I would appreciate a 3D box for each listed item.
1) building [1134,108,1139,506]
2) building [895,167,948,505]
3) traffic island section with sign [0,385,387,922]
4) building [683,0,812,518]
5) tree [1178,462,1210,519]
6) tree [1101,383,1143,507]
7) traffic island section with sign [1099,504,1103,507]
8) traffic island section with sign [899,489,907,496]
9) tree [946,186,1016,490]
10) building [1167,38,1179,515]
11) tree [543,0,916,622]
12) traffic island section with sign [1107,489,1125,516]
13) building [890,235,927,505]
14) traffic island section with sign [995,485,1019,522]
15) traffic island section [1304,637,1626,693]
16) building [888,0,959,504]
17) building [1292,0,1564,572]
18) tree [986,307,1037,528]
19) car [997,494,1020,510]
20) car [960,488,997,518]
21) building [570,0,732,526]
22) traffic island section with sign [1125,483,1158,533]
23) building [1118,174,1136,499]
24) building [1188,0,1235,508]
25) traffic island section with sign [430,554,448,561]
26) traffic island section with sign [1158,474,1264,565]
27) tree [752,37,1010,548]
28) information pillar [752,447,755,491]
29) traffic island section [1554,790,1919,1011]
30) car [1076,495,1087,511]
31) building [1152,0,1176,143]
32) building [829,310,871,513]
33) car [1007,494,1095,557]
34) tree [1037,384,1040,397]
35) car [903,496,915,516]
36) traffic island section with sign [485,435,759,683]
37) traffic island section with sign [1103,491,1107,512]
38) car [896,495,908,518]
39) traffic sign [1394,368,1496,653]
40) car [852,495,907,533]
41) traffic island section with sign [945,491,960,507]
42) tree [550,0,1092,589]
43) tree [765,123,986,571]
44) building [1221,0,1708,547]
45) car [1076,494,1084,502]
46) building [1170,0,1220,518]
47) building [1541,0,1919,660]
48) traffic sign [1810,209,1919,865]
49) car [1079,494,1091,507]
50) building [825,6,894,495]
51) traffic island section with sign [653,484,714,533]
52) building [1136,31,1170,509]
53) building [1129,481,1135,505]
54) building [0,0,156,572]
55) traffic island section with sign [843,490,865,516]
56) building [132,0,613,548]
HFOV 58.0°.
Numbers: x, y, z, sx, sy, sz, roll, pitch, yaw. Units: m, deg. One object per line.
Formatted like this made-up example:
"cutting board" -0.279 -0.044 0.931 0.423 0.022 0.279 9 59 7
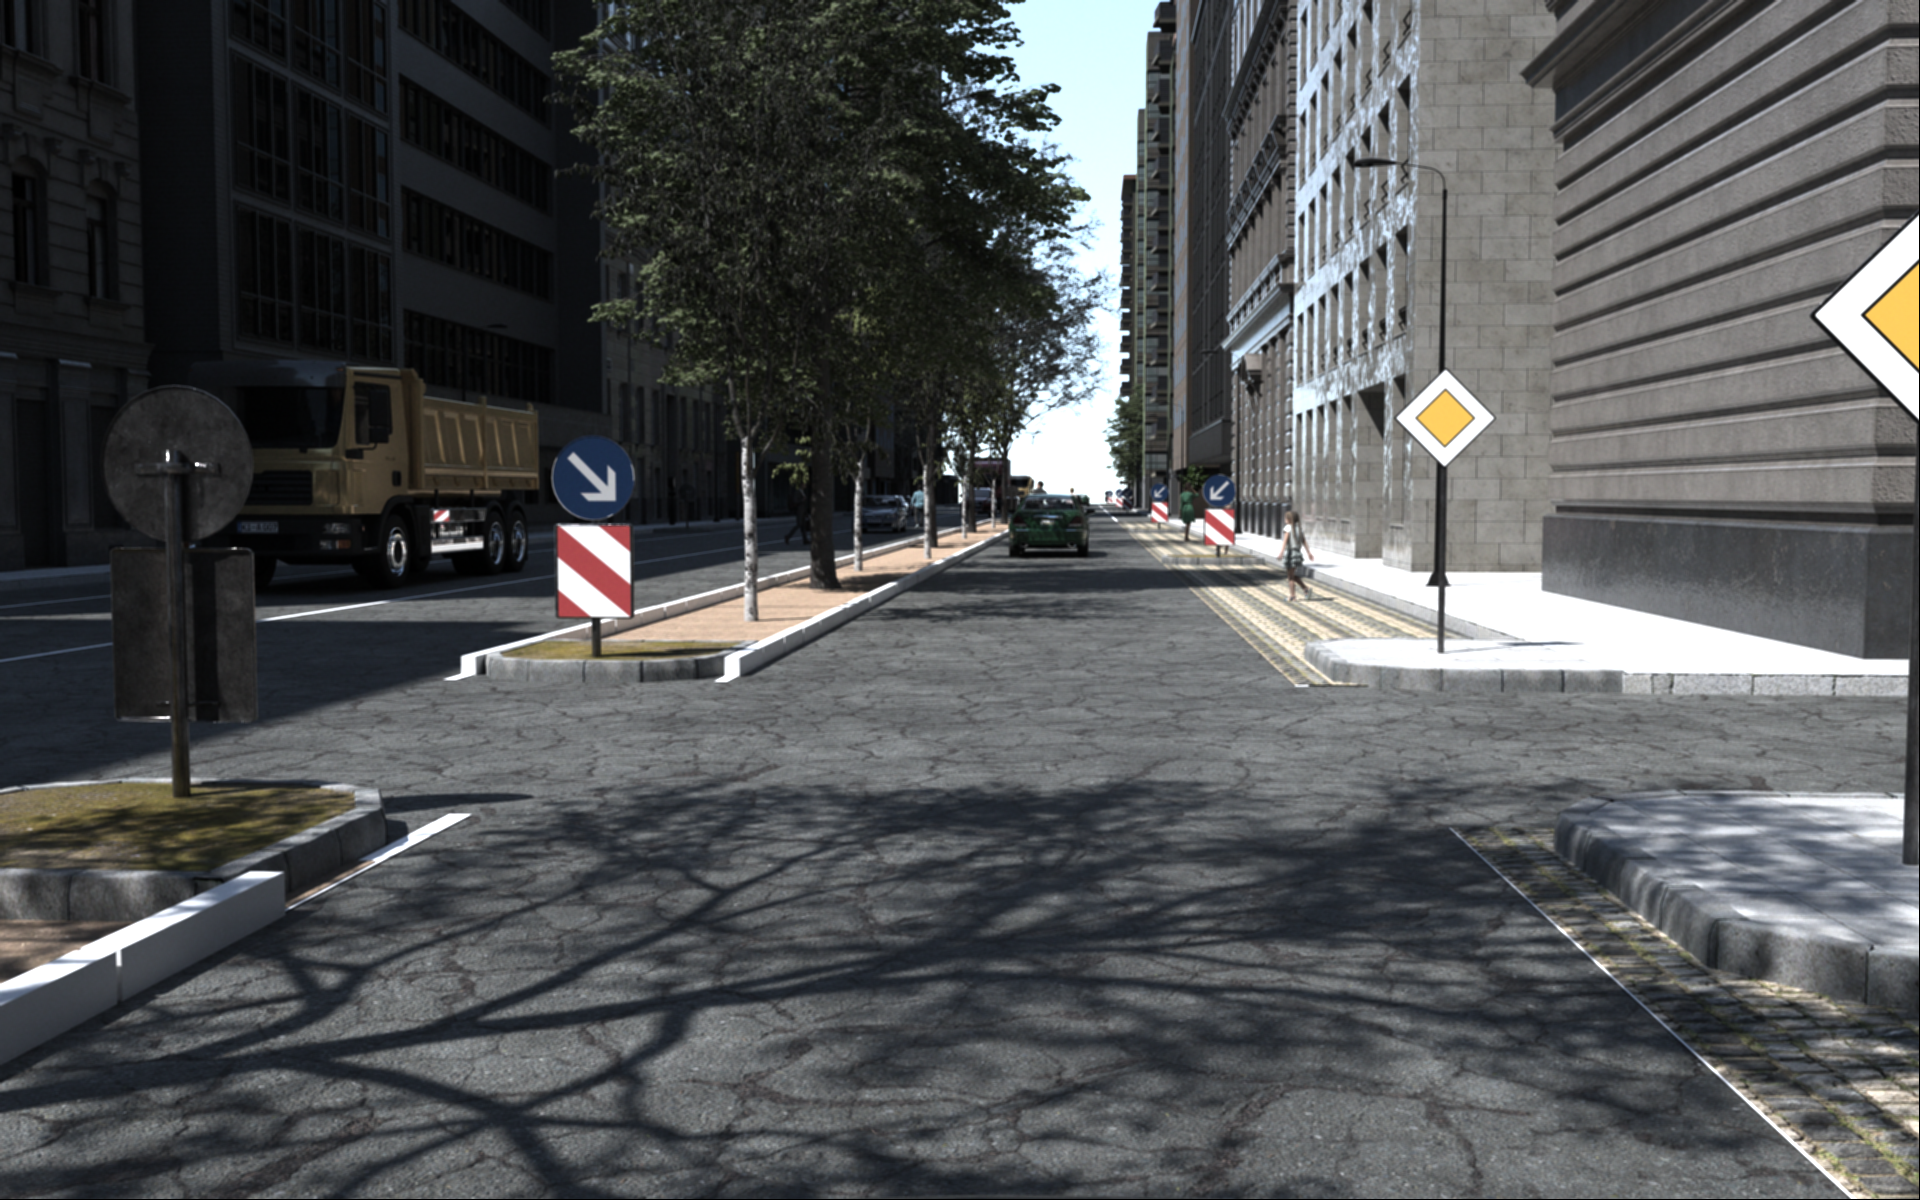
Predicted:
"building" 25.903 -30.757 186.476 14.154 41.232 14.086 0 4 4
"building" -13.000 -33.541 203.018 22.147 44.769 28.867 0 4 4
"traffic island section with sign" -3.353 0.085 6.741 2.006 1.907 1.989 0 4 4
"building" -20.119 -29.200 101.114 21.300 48.544 21.600 0 4 4
"tree" 12.155 -5.881 90.760 1.663 3.219 1.824 0 3 0
"tree" 18.142 -15.753 175.692 7.486 12.596 7.792 0 3 0
"traffic island section with sign" 16.874 -11.455 195.910 1.989 1.847 2.006 0 4 4
"traffic island section with sign" -4.684 -8.155 141.964 1.989 1.847 2.006 0 4 4
"tree" -0.715 -5.190 37.673 4.360 8.622 3.978 0 3 0
"building" 20.592 -20.892 113.280 14.160 30.474 14.107 0 4 4
"tree" -2.340 -4.042 18.906 4.360 8.622 3.978 0 3 0
"traffic island section with sign" 10.848 -6.415 113.521 1.989 1.847 2.006 0 4 4
"building" -10.821 -25.034 181.005 14.160 30.474 14.107 0 4 4
"traffic island section with sign" 2.664 -4.950 89.068 2.006 1.907 1.989 0 4 4
"traffic island section" 3.898 0.508 13.980 2.009 0.180 2.903 0 4 4
"building" -10.694 -48.258 227.271 20.563 71.187 20.611 0 4 4
"building" 13.212 -11.077 35.855 10.420 20.320 16.860 0 4 4
"tree" 0.113 -6.266 55.277 4.737 8.622 4.395 0 3 0
"car" 4.220 -8.912 154.387 2.281 1.827 5.304 0 4 4
"car" 1.169 -6.041 107.439 2.281 1.827 5.304 0 4 4
"building" -18.335 -17.054 76.099 12.463 27.353 25.104 0 4 4
"traffic island section with sign" 7.200 -3.370 63.728 1.989 1.847 2.006 0 4 4
"building" 32.497 -35.328 232.229 22.147 44.769 28.867 0 4 4
"building" 17.955 -17.287 76.149 14.314 27.812 24.014 0 4 4
"traffic island section with sign" -12.305 -1.779 37.717 1.989 1.847 2.006 0 4 4
"traffic island section with sign" 5.158 -1.649 35.582 1.989 1.847 2.006 0 4 4
"tree" -0.787 -8.134 45.820 12.009 13.543 11.850 0 3 0
"information pillar" -10.310 -5.811 86.360 0.183 3.616 0.504 0 4 0
"traffic island section" 3.316 0.995 6.016 2.009 0.180 2.903 0 4 4
"car" 5.332 -4.706 86.735 2.009 1.686 4.222 0 4 6
"building" 26.116 -29.316 133.946 22.147 44.769 28.867 0 4 4
"building" -22.137 -17.267 127.355 27.650 21.520 28.899 0 4 4
"car" 2.139 -1.788 41.028 2.131 1.459 4.920 0 4 4
"tree" 1.368 -7.305 72.248 4.737 8.622 4.395 0 3 0
"car" -3.955 -6.144 113.033 1.945 1.354 3.894 0 4 6
"traffic island section with sign" -2.804 -0.366 14.128 2.006 1.907 1.989 0 4 4
"traffic island section with sign" 12.812 -8.063 140.450 1.989 1.847 2.006 0 4 4
"car" -4.123 -5.602 103.960 2.083 1.381 4.827 0 4 2
"traffic sign" 3.874 -0.628 13.904 0.795 2.450 0.064 0 4 4
"car" -2.998 -3.241 64.989 2.014 1.417 4.499 0 4 3
"traffic island section with sign" -0.652 -11.533 197.184 1.989 1.847 2.006 0 4 4
"tree" -1.980 -6.402 25.249 7.486 12.596 7.792 0 3 0
"tree" -1.909 -4.848 32.086 4.737 8.622 4.395 0 3 0
"building" 14.179 -13.802 54.537 11.050 23.489 19.941 0 4 4
"car" 11.516 -10.098 175.318 2.015 1.641 3.980 0 4 3
"building" 19.582 -27.439 98.735 14.600 45.320 14.200 0 4 4
"building" 16.576 -11.495 16.822 19.941 23.489 11.050 0 4 4
"traffic sign" 3.292 -0.141 5.941 0.795 2.450 0.064 0 4 4
"car" 13.959 -11.443 198.883 2.131 1.459 4.920 0 4 5
"building" -13.279 -30.424 147.550 14.600 45.320 14.200 0 4 4
"traffic island section with sign" -10.305 -3.449 65.012 1.989 1.847 2.006 0 4 4
"building" 23.643 -28.933 156.654 14.154 41.232 14.086 0 4 4
"building" 36.433 -31.384 205.013 32.217 40.220 23.993 0 4 4
"building" -20.700 -10.692 23.969 9.793 20.994 18.267 0 4 4
"traffic island section with sign" -6.658 -6.511 115.080 1.989 1.847 2.006 0 4 4
"building" -20.630 -14.004 48.033 14.314 24.678 30.058 0 4 4
